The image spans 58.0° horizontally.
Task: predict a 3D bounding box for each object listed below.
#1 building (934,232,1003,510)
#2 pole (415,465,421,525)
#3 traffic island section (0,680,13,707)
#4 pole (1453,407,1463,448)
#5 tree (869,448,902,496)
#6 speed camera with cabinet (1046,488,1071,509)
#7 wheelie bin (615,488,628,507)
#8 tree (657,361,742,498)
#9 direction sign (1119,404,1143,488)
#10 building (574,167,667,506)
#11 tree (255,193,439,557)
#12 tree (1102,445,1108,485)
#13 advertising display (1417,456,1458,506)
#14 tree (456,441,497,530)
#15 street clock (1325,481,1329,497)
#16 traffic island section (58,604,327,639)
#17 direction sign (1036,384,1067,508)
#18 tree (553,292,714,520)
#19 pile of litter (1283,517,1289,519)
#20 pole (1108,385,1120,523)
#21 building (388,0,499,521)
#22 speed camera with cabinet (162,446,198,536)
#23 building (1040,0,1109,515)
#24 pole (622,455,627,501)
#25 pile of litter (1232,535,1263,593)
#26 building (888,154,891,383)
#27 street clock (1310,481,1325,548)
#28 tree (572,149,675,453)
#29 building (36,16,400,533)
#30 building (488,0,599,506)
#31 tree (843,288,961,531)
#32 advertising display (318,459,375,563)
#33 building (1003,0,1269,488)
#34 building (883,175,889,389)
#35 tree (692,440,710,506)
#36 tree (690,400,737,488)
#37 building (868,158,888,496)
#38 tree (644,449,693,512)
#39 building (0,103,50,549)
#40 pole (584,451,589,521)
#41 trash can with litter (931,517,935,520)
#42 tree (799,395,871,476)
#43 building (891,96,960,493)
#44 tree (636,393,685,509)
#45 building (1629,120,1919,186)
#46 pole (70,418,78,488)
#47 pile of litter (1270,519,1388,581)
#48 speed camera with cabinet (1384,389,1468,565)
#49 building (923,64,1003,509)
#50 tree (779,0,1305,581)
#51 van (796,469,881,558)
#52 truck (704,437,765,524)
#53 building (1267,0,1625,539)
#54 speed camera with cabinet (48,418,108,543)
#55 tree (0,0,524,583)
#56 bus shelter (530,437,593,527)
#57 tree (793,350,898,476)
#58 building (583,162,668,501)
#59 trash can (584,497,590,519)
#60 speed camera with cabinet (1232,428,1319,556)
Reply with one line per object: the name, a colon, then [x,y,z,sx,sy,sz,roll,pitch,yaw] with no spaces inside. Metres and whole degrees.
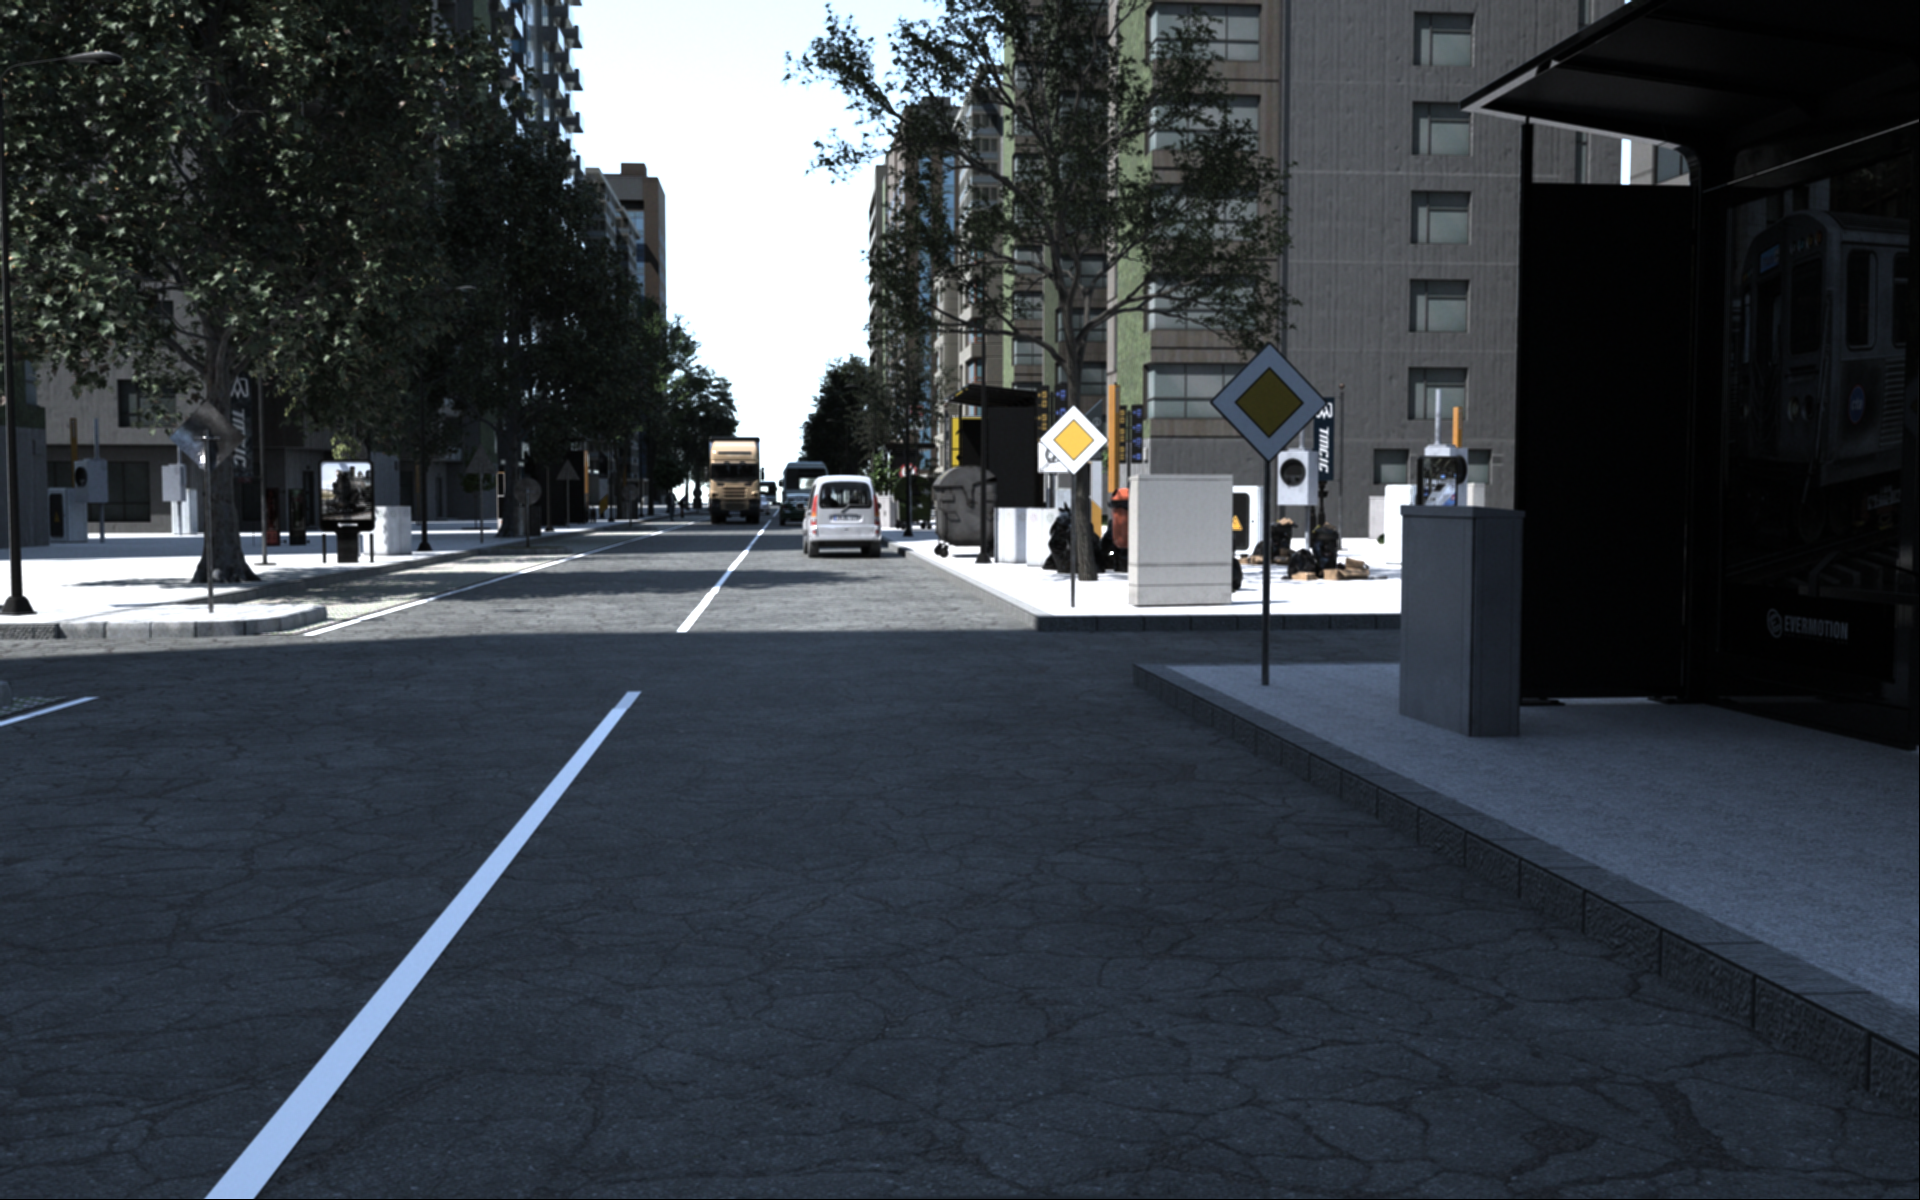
building: [13.089,-17.188,126.064,27.650,21.520,28.899,0,4,-6]
pole: [-22.194,-4.712,70.883,0.158,3.312,0.155,0,3,0]
traffic island section: [-7.327,0.706,10.739,2.009,0.180,2.903,0,4,-6]
pole: [11.642,-2.860,40.599,0.158,3.312,0.155,0,3,0]
tree: [-3.173,-4.546,68.928,1.663,3.219,1.824,0,3,0]
speed camera with cabinet: [2.498,-3.322,48.657,2.038,3.252,0.660,-1,4,-22]
wheelie bin: [-18.034,-5.194,92.824,0.980,1.594,0.693,0,4,8]
tree: [-25.415,-15.961,167.612,9.857,13.997,8.962,0,3,0]
direction sign: [4.295,-3.187,44.113,0.876,3.537,0.379,3,5,45]
building: [-53.547,-32.169,217.849,32.217,40.220,23.993,0,4,-6]
tree: [-12.513,-5.174,34.956,4.737,8.622,4.395,0,3,0]
tree: [7.854,-5.810,78.713,4.285,4.588,4.351,0,3,0]
advertising display: [8.132,-1.487,29.529,0.974,1.923,0.123,-3,4,-38]
tree: [-17.589,-4.155,62.532,1.663,3.219,1.824,0,3,0]
street clock: [9.377,-2.467,44.899,0.358,2.002,0.471,0,4,5]
traffic island section: [-8.101,0.220,18.687,2.009,0.180,2.903,0,4,-6]
direction sign: [1.906,-2.695,36.055,0.379,3.537,0.876,-3,5,-42]
tree: [-16.968,-9.839,86.617,9.928,11.665,9.643,0,3,0]
pile of litter: [5.765,-1.076,31.559,1.176,0.858,1.719,-3,4,-38]
pole: [2.879,-2.360,32.432,0.158,3.312,0.155,0,3,0]
building: [-30.774,-24.437,83.144,14.154,41.232,14.086,0,4,-6]
speed camera with cabinet: [-24.441,-3.663,54.229,0.660,3.252,2.038,-1,4,-11]
building: [10.974,-19.391,88.744,14.160,30.474,14.107,0,4,-6]
pole: [-17.667,-5.954,91.195,0.158,3.312,0.155,0,3,0]
pile of litter: [3.184,-0.548,22.925,1.176,0.858,1.719,2,4,32]
building: [-1.385,-34.267,210.369,14.600,45.320,14.200,0,4,-6]
street clock: [8.361,-2.232,41.057,0.358,2.002,0.471,0,4,4]
tree: [-13.280,-8.218,51.379,9.611,12.733,9.660,0,3,0]
building: [-28.908,-17.724,61.494,14.160,30.474,14.107,0,4,-6]
building: [-41.674,-31.596,136.200,23.786,49.044,30.456,0,4,-6]
tree: [-1.777,-6.623,58.641,4.360,8.622,3.978,0,3,0]
advertising display: [-11.403,-1.652,32.219,0.974,1.923,0.123,-1,4,-8]
building: [9.344,-25.670,103.303,14.154,41.232,14.086,0,4,-6]
building: [-3.050,-33.111,224.956,14.154,41.232,14.086,0,4,-6]
tree: [-26.762,-14.271,183.698,4.360,8.622,3.978,0,3,0]
tree: [-29.717,-17.690,207.351,7.486,12.596,7.792,0,3,0]
building: [-1.652,-37.874,242.935,21.300,48.544,21.600,0,4,-6]
tree: [-21.307,-8.720,126.278,4.285,4.588,4.351,0,3,0]
building: [-28.960,-21.451,34.326,14.154,41.232,14.086,0,4,-6]
pole: [-17.596,-5.370,81.644,0.158,3.312,0.155,0,3,0]
trash can with litter: [-1.912,-4.591,86.125,2.233,1.210,1.678,2,4,34]
tree: [-11.447,-15.090,164.848,7.486,12.596,7.792,0,3,0]
building: [0.190,-33.405,196.282,14.600,45.320,14.200,0,4,-6]
tree: [-23.773,-13.184,149.970,8.767,10.594,7.601,-1,4,-19]
building: [30.215,-36.725,38.711,20.611,71.187,20.563,0,4,-6]
pole: [-23.841,-3.231,46.666,0.158,3.312,0.155,0,3,0]
pile of litter: [5.658,-0.744,26.136,1.719,0.858,1.176,0,4,0]
speed camera with cabinet: [8.635,-2.304,32.000,0.660,3.252,2.038,3,5,45]
building: [12.731,-28.151,152.155,32.217,40.220,23.993,0,4,-6]
tree: [1.581,-5.566,25.424,7.601,10.594,8.767,1,4,23]
van: [-2.795,-2.046,40.471,2.013,2.044,4.112,0,4,-7]
truck: [-11.270,-5.992,86.876,2.839,4.237,11.283,0,4,-7]
building: [11.747,-22.763,55.778,14.154,41.232,14.086,0,4,-6]
speed camera with cabinet: [-23.218,-3.132,45.540,2.038,3.252,0.660,2,4,35]
tree: [-10.809,-6.601,24.939,9.611,12.733,9.660,0,3,0]
bus shelter: [-16.211,-4.858,70.709,1.731,3.624,6.357,0,4,-5]
tree: [-8.793,-13.535,138.308,9.611,12.733,9.660,0,3,0]
building: [-47.617,-35.921,237.420,14.600,45.320,14.200,0,4,-6]
trash can: [-18.446,-4.473,84.794,0.748,1.137,0.748,0,3,0]
speed camera with cabinet: [6.300,-2.524,35.601,2.038,3.252,0.660,2,4,34]
